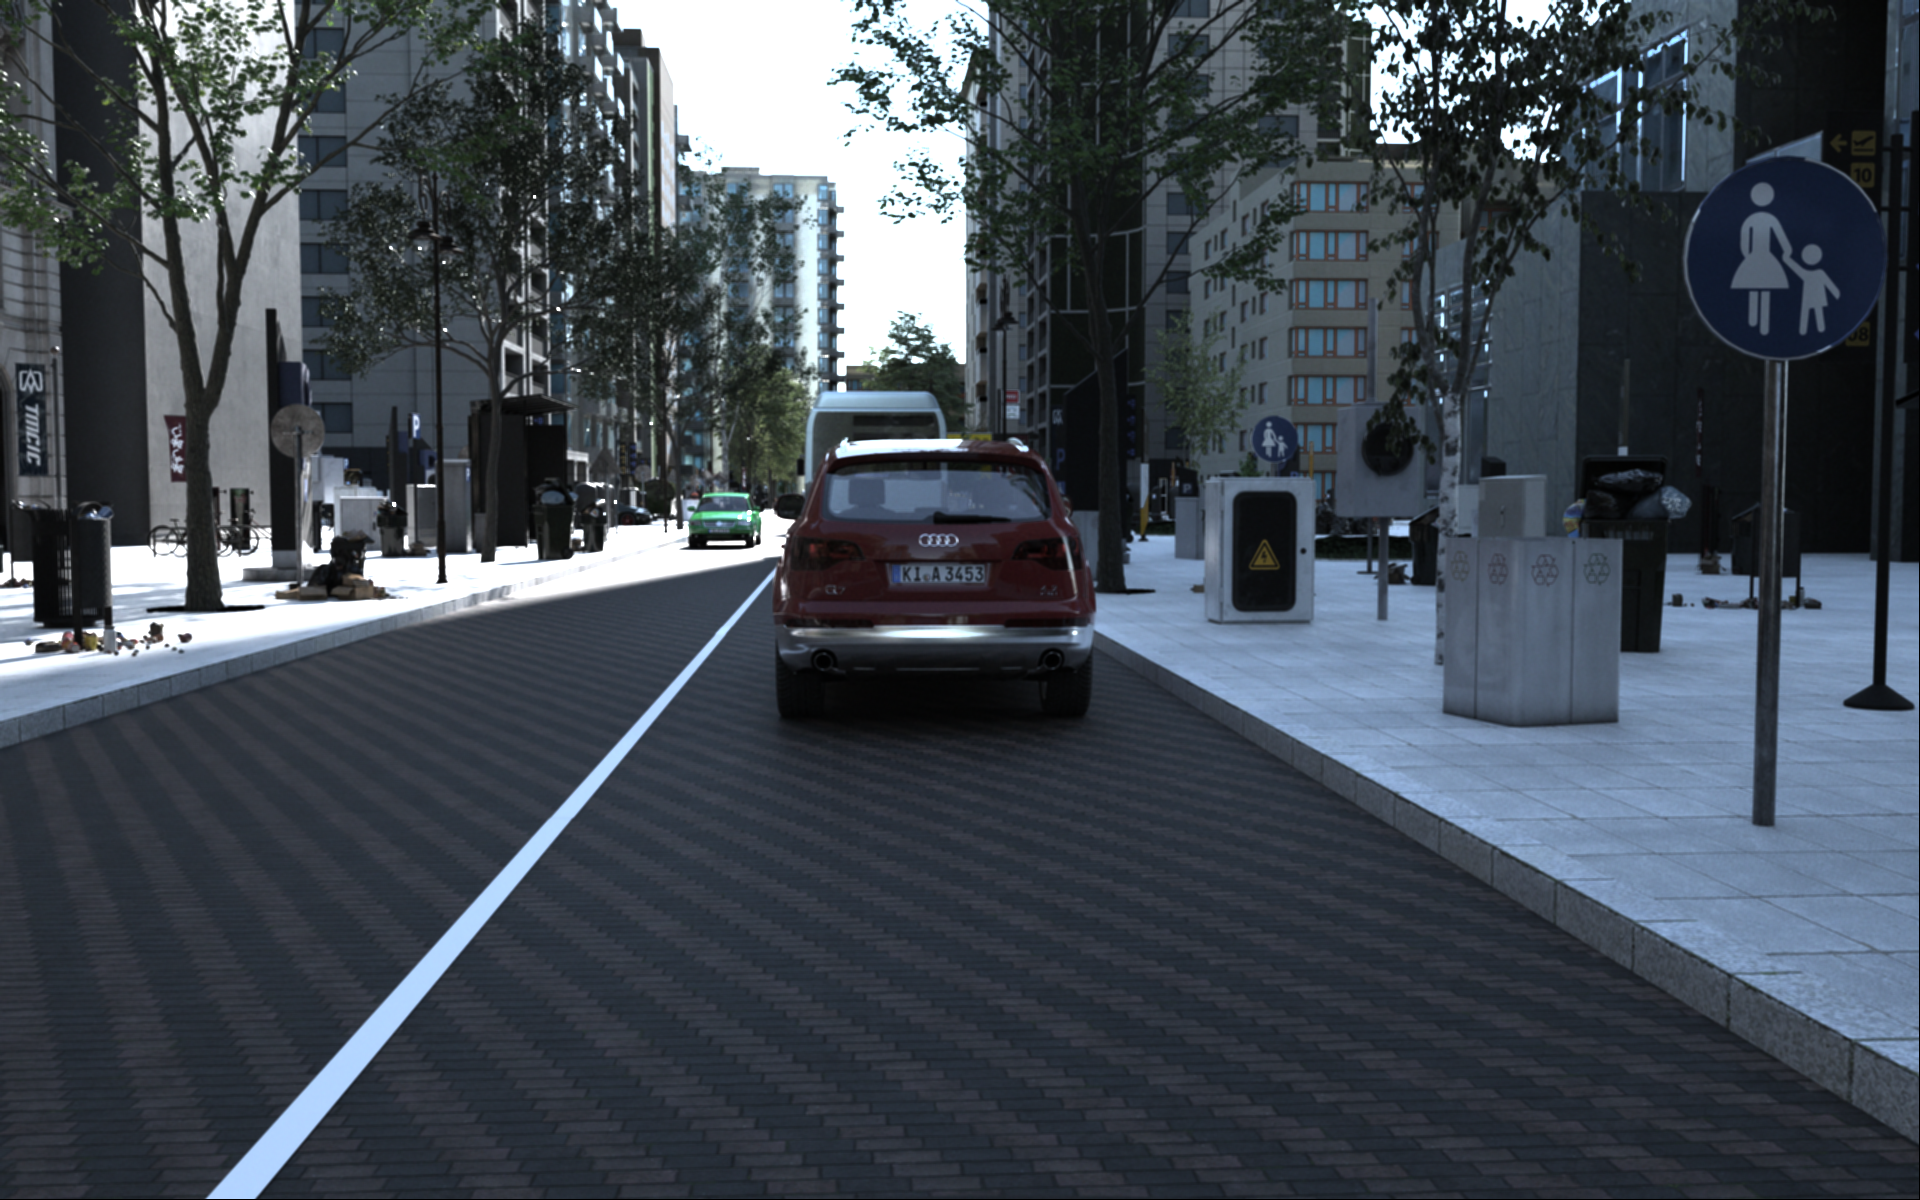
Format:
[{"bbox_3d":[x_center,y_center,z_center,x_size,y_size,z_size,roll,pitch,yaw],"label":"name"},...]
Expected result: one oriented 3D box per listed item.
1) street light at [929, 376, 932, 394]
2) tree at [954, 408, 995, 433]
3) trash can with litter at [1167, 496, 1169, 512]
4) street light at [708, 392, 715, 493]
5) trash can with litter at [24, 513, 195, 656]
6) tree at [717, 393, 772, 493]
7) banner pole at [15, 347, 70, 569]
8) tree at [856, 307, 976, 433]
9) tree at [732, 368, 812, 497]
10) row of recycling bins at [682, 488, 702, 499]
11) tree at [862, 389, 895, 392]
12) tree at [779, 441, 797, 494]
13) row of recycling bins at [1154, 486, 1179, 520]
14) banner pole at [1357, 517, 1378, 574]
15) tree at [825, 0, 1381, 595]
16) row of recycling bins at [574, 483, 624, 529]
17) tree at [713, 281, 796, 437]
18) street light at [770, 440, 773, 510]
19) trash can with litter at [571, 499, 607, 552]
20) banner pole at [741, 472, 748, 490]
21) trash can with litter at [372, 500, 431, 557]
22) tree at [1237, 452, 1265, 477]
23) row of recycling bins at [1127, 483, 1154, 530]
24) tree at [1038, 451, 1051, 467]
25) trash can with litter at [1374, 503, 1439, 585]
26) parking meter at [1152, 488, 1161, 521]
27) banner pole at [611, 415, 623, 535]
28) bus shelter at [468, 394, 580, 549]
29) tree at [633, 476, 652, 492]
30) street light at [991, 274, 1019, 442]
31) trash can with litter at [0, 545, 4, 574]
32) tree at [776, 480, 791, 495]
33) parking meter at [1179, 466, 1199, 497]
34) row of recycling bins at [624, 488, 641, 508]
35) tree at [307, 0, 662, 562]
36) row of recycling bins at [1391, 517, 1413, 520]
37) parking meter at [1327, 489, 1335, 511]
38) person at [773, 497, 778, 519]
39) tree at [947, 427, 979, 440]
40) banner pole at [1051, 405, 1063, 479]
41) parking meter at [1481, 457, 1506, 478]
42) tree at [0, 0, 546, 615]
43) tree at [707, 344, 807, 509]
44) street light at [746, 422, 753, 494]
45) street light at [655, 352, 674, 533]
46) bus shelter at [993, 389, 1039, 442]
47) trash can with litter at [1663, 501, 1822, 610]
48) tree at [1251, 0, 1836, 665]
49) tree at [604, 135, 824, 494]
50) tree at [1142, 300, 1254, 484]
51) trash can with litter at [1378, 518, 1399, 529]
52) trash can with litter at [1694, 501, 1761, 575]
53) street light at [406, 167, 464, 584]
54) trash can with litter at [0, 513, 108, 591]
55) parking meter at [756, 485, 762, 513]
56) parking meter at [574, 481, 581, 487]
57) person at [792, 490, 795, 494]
[{"bbox_3d":[-1.143,-5.827,68.065,0.468,5.910,1.993,0,4,-4],"label":"street light"},{"bbox_3d":[1.281,-11.902,144.965,4.360,8.622,3.978,0,3,0],"label":"tree"},{"bbox_3d":[13.744,-6.403,116.080,1.055,1.170,0.624,-2,4,-31],"label":"trash can with litter"},{"bbox_3d":[-10.995,-6.353,76.664,0.468,5.910,1.993,0,4,-4],"label":"street light"},{"bbox_3d":[-7.101,-0.227,14.774,1.678,1.210,2.233,0,4,0],"label":"trash can with litter"},{"bbox_3d":[-14.966,-10.500,122.036,4.360,8.622,3.978,0,3,0],"label":"tree"},{"bbox_3d":[-15.547,-2.408,29.383,0.401,3.779,0.863,3,5,43],"label":"banner pole"},{"bbox_3d":[-2.743,-11.471,105.680,7.486,12.596,7.792,0,3,0],"label":"tree"},{"bbox_3d":[-18.381,-16.125,170.299,9.857,13.997,8.962,0,3,0],"label":"tree"},{"bbox_3d":[-18.965,-7.075,122.786,1.069,1.692,3.534,1,4,13],"label":"row of recycling bins"},{"bbox_3d":[-5.846,-12.654,141.301,8.767,10.594,7.601,0,4,3],"label":"tree"},{"bbox_3d":[-18.594,-14.266,183.618,4.737,8.622,4.395,0,3,0],"label":"tree"},{"bbox_3d":[10.558,-4.933,87.770,3.534,1.692,1.069,1,4,10],"label":"row of recycling bins"},{"bbox_3d":[6.682,-2.326,28.054,0.401,3.779,0.863,1,4,19],"label":"banner pole"},{"bbox_3d":[1.819,-5.905,22.300,9.928,11.665,9.643,0,3,0],"label":"tree"},{"bbox_3d":[-13.570,-3.512,64.531,1.069,1.692,3.534,0,4,2],"label":"row of recycling bins"},{"bbox_3d":[-9.957,-7.788,61.754,8.767,10.594,7.601,0,4,-1],"label":"tree"},{"bbox_3d":[-15.307,-10.227,140.002,0.468,5.910,1.993,0,4,-4],"label":"street light"},{"bbox_3d":[-8.318,-1.642,38.228,1.055,1.170,0.624,1,4,20],"label":"trash can with litter"},{"bbox_3d":[-17.356,-9.166,139.887,0.863,3.779,0.401,-3,5,-43],"label":"banner pole"},{"bbox_3d":[-11.434,-1.473,35.468,0.624,1.170,1.055,3,5,41],"label":"trash can with litter"},{"bbox_3d":[13.021,-5.159,78.944,1.663,3.219,1.824,0,3,0],"label":"tree"},{"bbox_3d":[5.130,-3.333,61.609,3.534,1.692,1.069,-3,4,-36],"label":"row of recycling bins"},{"bbox_3d":[3.605,-5.145,78.724,1.663,3.219,1.824,0,3,0],"label":"tree"},{"bbox_3d":[6.400,-0.803,24.511,1.055,1.170,0.624,2,4,30],"label":"trash can with litter"},{"bbox_3d":[7.874,-3.727,69.340,0.372,1.533,0.369,0,3,0],"label":"parking meter"},{"bbox_3d":[-10.834,-3.962,54.788,0.401,3.779,0.863,-1,4,-22],"label":"banner pole"},{"bbox_3d":[-10.879,-3.203,43.654,1.731,3.624,6.357,0,4,-4],"label":"bus shelter"},{"bbox_3d":[-23.981,-8.416,132.206,1.663,3.219,1.824,0,3,0],"label":"tree"},{"bbox_3d":[0.939,-3.900,36.549,0.468,5.910,1.993,0,4,-4],"label":"street light"},{"bbox_3d":[-8.626,-0.193,14.551,1.055,1.170,0.624,0,4,4],"label":"trash can with litter"},{"bbox_3d":[-20.356,-12.611,200.789,1.663,3.219,1.824,0,3,0],"label":"tree"},{"bbox_3d":[4.806,-1.877,36.407,0.399,1.863,0.255,1,4,18],"label":"parking meter"},{"bbox_3d":[-22.426,-6.749,117.456,1.069,1.692,3.534,-1,4,-22],"label":"row of recycling bins"},{"bbox_3d":[-8.544,-5.988,32.318,7.601,10.594,8.767,-1,4,-9],"label":"tree"},{"bbox_3d":[21.119,-4.741,84.628,3.534,1.692,1.069,-3,5,-40],"label":"row of recycling bins"},{"bbox_3d":[17.490,-4.484,81.726,0.372,1.533,0.369,0,3,0],"label":"parking meter"},{"bbox_3d":[-10.592,-5.303,99.877,0.362,1.253,0.373,-1,4,-13],"label":"person"},{"bbox_3d":[0.204,-3.381,49.886,1.663,3.219,1.824,0,3,0],"label":"tree"},{"bbox_3d":[2.560,-3.238,42.966,0.863,3.779,0.401,-3,4,-38],"label":"banner pole"},{"bbox_3d":[8.295,-1.300,26.974,0.255,1.863,0.399,-1,4,-9],"label":"parking meter"},{"bbox_3d":[-8.244,-5.693,18.838,9.928,11.665,9.643,0,3,0],"label":"tree"},{"bbox_3d":[-15.293,-13.002,130.709,7.486,12.596,7.792,0,3,0],"label":"tree"},{"bbox_3d":[-13.156,-8.281,108.174,0.468,5.910,1.993,0,4,-4],"label":"street light"},{"bbox_3d":[-9.606,-5.113,56.385,0.468,5.910,1.993,0,4,-4],"label":"street light"},{"bbox_3d":[1.399,-5.274,63.858,2.179,5.291,8.768,0,4,-4],"label":"bus shelter"},{"bbox_3d":[8.850,-0.531,19.735,2.233,1.210,1.678,0,4,7],"label":"trash can with litter"},{"bbox_3d":[3.876,-3.824,12.891,4.360,8.622,3.978,0,3,0],"label":"tree"},{"bbox_3d":[-14.027,-14.594,94.499,12.611,20.169,13.585,0,3,0],"label":"tree"},{"bbox_3d":[9.065,-7.108,66.578,4.737,8.622,4.395,0,3,0],"label":"tree"},{"bbox_3d":[15.086,-3.262,64.391,1.678,1.210,2.233,-2,4,-33],"label":"trash can with litter"},{"bbox_3d":[12.267,-0.988,27.548,1.055,1.170,0.624,1,4,22],"label":"trash can with litter"},{"bbox_3d":[-7.430,-3.174,24.683,0.468,5.910,1.993,0,4,-4],"label":"street light"},{"bbox_3d":[-13.334,-0.792,24.000,2.233,1.210,1.678,-3,5,-44],"label":"trash can with litter"},{"bbox_3d":[-13.532,-6.765,116.325,0.255,1.863,0.399,-3,4,-39],"label":"parking meter"},{"bbox_3d":[-17.008,-4.369,77.150,0.255,1.863,0.399,1,4,15],"label":"parking meter"},{"bbox_3d":[-14.318,-8.614,149.738,0.661,1.777,0.834,3,5,45],"label":"person"}]
